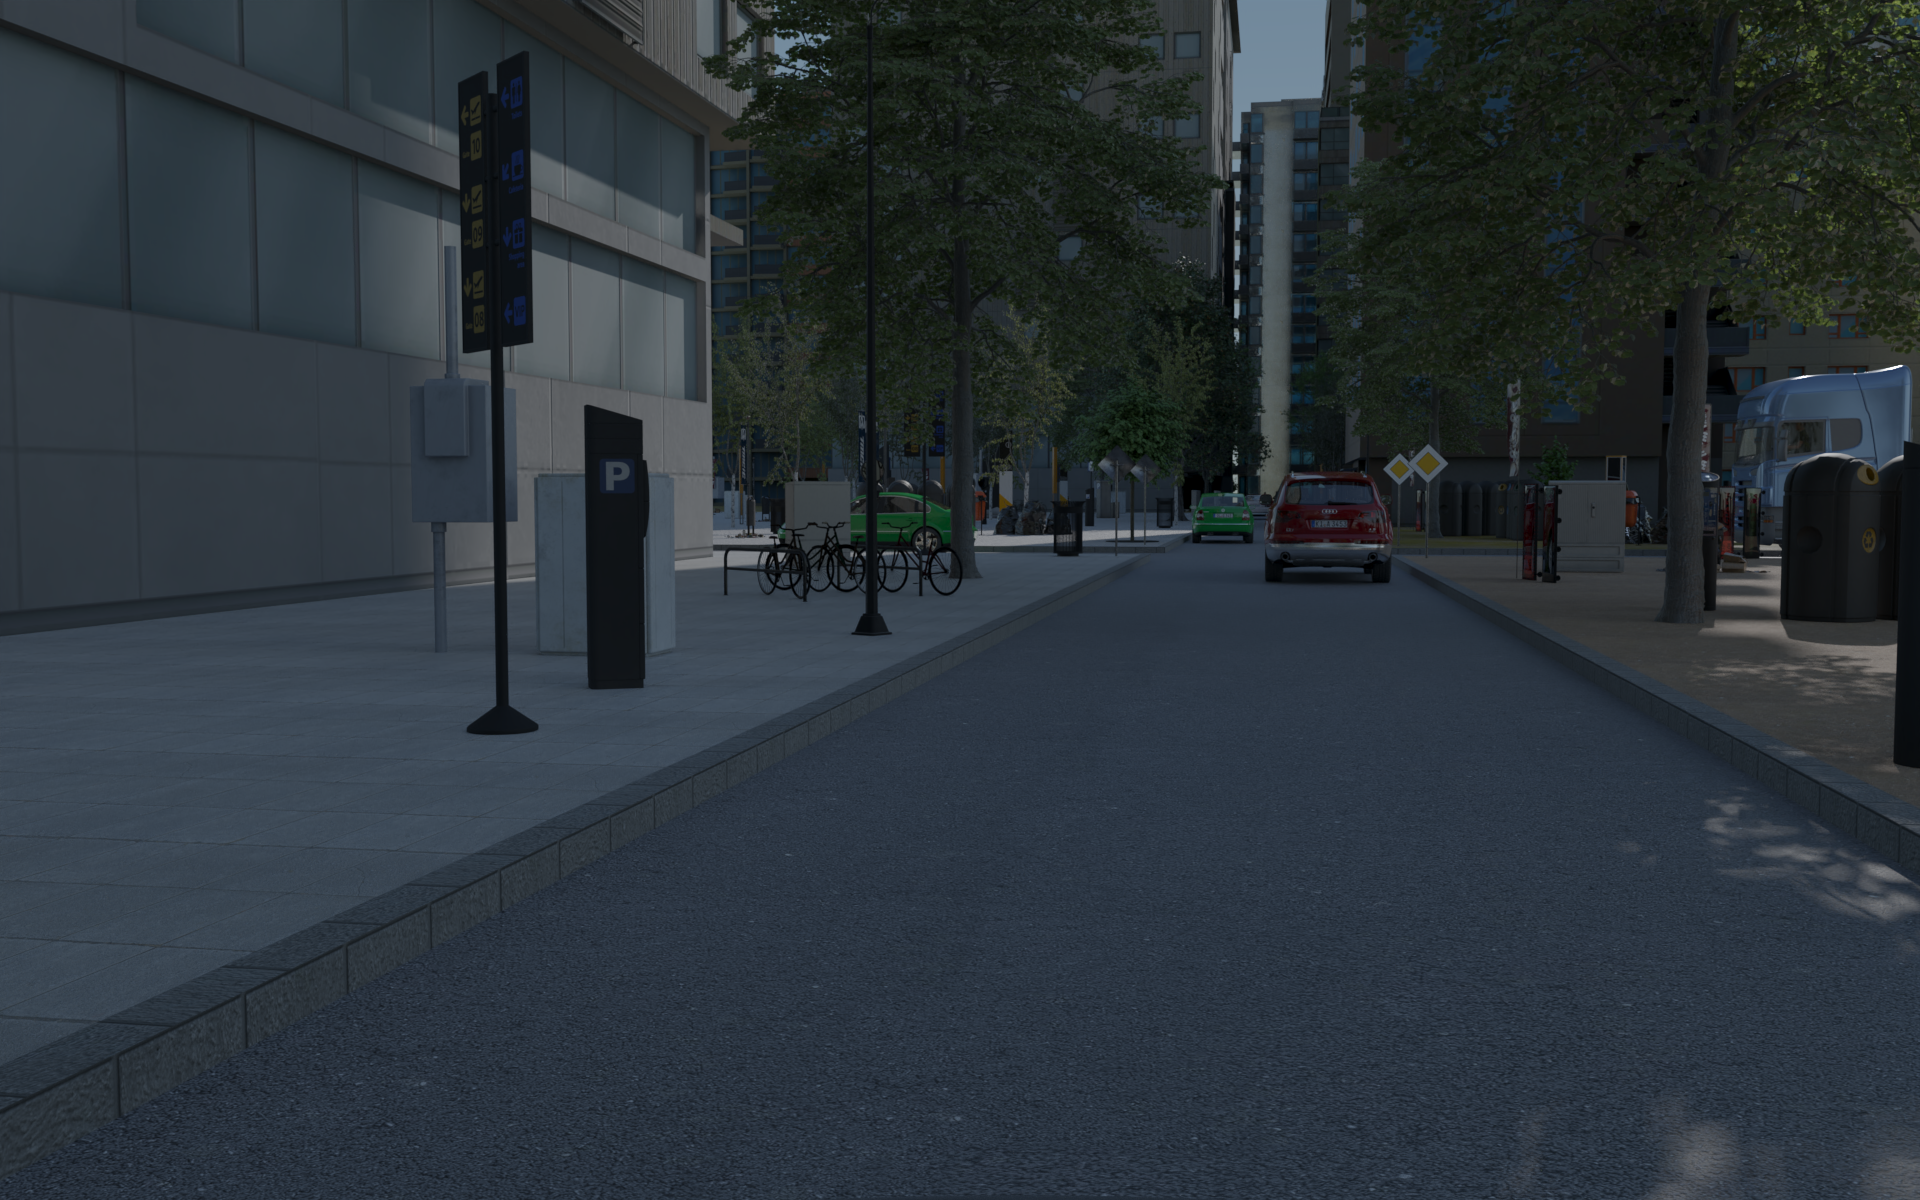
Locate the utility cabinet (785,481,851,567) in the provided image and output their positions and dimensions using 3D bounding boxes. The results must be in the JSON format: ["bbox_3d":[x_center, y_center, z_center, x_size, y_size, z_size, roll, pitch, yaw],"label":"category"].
[{"bbox_3d":[-2.501,-1.332,30.460,1.173,1.500,0.318,-3,4,-37],"label":"utility cabinet"}]

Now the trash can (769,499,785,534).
[{"bbox_3d":[-5.783,-2.687,55.582,0.748,1.137,0.748,0,3,0],"label":"trash can"}]

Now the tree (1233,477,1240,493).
[{"bbox_3d":[25.543,-10.344,163.718,1.663,3.219,1.824,0,3,0],"label":"tree"}]

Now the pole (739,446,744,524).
[{"bbox_3d":[-9.252,-4.856,73.242,0.158,3.312,0.155,0,3,0],"label":"pole"}]

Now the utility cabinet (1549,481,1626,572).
[{"bbox_3d":[10.263,-1.206,28.390,1.173,1.500,0.318,1,4,15],"label":"utility cabinet"}]

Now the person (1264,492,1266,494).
[{"bbox_3d":[29.875,-9.748,169.348,0.415,1.643,0.593,-3,5,-44],"label":"person"}]

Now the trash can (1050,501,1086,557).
[{"bbox_3d":[2.228,-1.471,35.708,0.748,1.137,0.748,0,3,0],"label":"trash can"}]

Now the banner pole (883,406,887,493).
[{"bbox_3d":[-2.347,-3.609,49.020,0.863,3.779,0.401,0,4,2],"label":"banner pole"}]

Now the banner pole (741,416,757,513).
[{"bbox_3d":[-6.844,-3.993,55.303,0.401,3.779,0.863,1,4,15],"label":"banner pole"}]

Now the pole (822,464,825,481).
[{"bbox_3d":[-8.540,-7.012,108.485,0.158,3.312,0.155,0,3,0],"label":"pole"}]

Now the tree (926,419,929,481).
[{"bbox_3d":[-3.085,-8.783,93.963,4.360,8.622,3.978,0,3,0],"label":"tree"}]

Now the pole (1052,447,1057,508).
[{"bbox_3d":[4.121,-4.988,75.400,0.158,3.312,0.155,0,3,0],"label":"pole"}]

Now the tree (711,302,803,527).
[{"bbox_3d":[-8.760,-7.114,66.679,4.737,8.622,4.395,0,3,0],"label":"tree"}]

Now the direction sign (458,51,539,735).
[{"bbox_3d":[-2.481,-1.058,9.293,0.379,3.537,0.876,-3,4,-38],"label":"direction sign"}]

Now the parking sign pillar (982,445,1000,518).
[{"bbox_3d":[1.636,-6.317,91.761,1.447,3.967,1.447,-2,4,-33],"label":"parking sign pillar"}]

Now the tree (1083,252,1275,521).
[{"bbox_3d":[10.314,-10.122,82.496,9.611,12.733,9.660,0,3,0],"label":"tree"}]

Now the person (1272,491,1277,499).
[{"bbox_3d":[32.038,-10.178,175.645,0.721,1.736,1.217,-1,4,-22],"label":"person"}]

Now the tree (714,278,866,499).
[{"bbox_3d":[-5.777,-6.598,58.237,4.360,8.622,3.978,0,3,0],"label":"tree"}]

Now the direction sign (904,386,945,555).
[{"bbox_3d":[-0.742,-2.706,36.235,0.876,3.537,0.379,1,4,12],"label":"direction sign"}]

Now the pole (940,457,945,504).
[{"bbox_3d":[-0.744,-4.941,74.629,0.158,3.312,0.155,0,3,0],"label":"pole"}]

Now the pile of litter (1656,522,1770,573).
[{"bbox_3d":[12.423,-0.890,28.512,1.719,0.858,1.176,2,4,30],"label":"pile of litter"}]

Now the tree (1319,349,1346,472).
[{"bbox_3d":[26.376,-11.960,121.303,9.928,11.665,9.643,0,3,0],"label":"tree"}]

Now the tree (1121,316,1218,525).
[{"bbox_3d":[8.659,-7.369,70.849,4.737,8.622,4.395,0,3,0],"label":"tree"}]

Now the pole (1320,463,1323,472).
[{"bbox_3d":[23.905,-7.377,114.462,0.158,3.312,0.155,0,3,0],"label":"pole"}]

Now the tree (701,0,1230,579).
[{"bbox_3d":[0.064,-6.573,25.596,7.486,12.596,7.792,0,3,0],"label":"tree"}]

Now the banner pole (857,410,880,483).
[{"bbox_3d":[-2.532,-3.423,45.989,0.401,3.779,0.863,1,4,22],"label":"banner pole"}]

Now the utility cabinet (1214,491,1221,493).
[{"bbox_3d":[17.196,-6.543,115.650,0.318,1.500,1.173,0,4,1],"label":"utility cabinet"}]

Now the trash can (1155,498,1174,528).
[{"bbox_3d":[7.678,-3.259,64.940,0.748,1.137,0.748,0,3,0],"label":"trash can"}]

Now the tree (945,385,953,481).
[{"bbox_3d":[1.425,-8.249,85.232,4.360,8.622,3.978,0,3,0],"label":"tree"}]

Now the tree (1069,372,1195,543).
[{"bbox_3d":[4.699,-3.826,46.264,4.285,4.588,4.351,0,3,0],"label":"tree"}]

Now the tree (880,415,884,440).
[{"bbox_3d":[-7.011,-9.880,111.902,4.737,8.622,4.395,0,3,0],"label":"tree"}]

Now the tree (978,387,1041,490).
[{"bbox_3d":[3.230,-10.228,117.595,4.737,8.622,4.395,0,3,0],"label":"tree"}]

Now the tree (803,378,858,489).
[{"bbox_3d":[-8.783,-8.975,97.097,4.737,8.622,4.395,0,3,0],"label":"tree"}]

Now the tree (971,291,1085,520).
[{"bbox_3d":[2.232,-6.620,58.605,4.360,8.622,3.978,0,3,0],"label":"tree"}]

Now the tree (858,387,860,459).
[{"bbox_3d":[-8.427,-9.316,102.673,4.737,8.622,4.395,0,3,0],"label":"tree"}]

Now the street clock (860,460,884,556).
[{"bbox_3d":[-1.814,-1.917,35.918,0.471,2.002,0.358,-1,4,-11],"label":"street clock"}]

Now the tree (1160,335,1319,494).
[{"bbox_3d":[15.969,-11.406,112.244,9.928,11.665,9.643,0,3,0],"label":"tree"}]

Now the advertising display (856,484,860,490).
[{"bbox_3d":[-6.463,-6.784,116.125,0.974,1.923,0.123,0,4,8],"label":"advertising display"}]

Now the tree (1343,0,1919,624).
[{"bbox_3d":[7.635,-6.037,16.831,7.486,12.596,7.792,0,3,0],"label":"tree"}]

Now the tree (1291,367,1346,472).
[{"bbox_3d":[21.438,-9.102,99.177,4.360,8.622,3.978,0,3,0],"label":"tree"}]

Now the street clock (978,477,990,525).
[{"bbox_3d":[1.005,-4.177,72.869,0.471,2.002,0.358,2,4,33],"label":"street clock"}]

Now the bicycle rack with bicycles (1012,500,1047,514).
[{"bbox_3d":[3.871,-6.007,111.599,2.852,0.926,2.925,-2,4,-29],"label":"bicycle rack with bicycles"}]

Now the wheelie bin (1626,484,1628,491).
[{"bbox_3d":[19.507,-2.664,51.459,0.980,1.594,0.693,3,5,43],"label":"wheelie bin"}]

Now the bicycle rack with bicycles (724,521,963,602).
[{"bbox_3d":[-1.731,-0.529,22.037,2.852,0.926,2.925,-3,4,-39],"label":"bicycle rack with bicycles"}]

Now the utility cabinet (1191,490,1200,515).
[{"bbox_3d":[13.999,-5.750,102.684,0.318,1.500,1.173,1,4,19],"label":"utility cabinet"}]

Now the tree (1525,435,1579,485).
[{"bbox_3d":[19.196,-3.768,56.202,1.663,3.219,1.824,0,3,0],"label":"tree"}]

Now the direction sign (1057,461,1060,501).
[{"bbox_3d":[6.468,-7.482,114.325,0.379,3.537,0.876,-2,4,-30],"label":"direction sign"}]

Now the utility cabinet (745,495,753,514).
[{"bbox_3d":[-13.698,-6.076,110.506,1.020,1.237,0.306,3,4,36],"label":"utility cabinet"}]

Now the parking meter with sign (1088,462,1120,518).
[{"bbox_3d":[7.616,-5.824,91.482,1.738,3.016,0.543,-2,4,-29],"label":"parking meter with sign"}]

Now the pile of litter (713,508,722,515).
[{"bbox_3d":[-16.775,-6.364,118.022,1.176,0.858,1.719,2,4,33],"label":"pile of litter"}]

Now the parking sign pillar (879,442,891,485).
[{"bbox_3d":[-4.262,-6.249,90.642,1.447,3.967,1.447,1,4,23],"label":"parking sign pillar"}]

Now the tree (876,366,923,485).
[{"bbox_3d":[-4.579,-7.473,72.548,4.360,8.622,3.978,0,3,0],"label":"tree"}]
